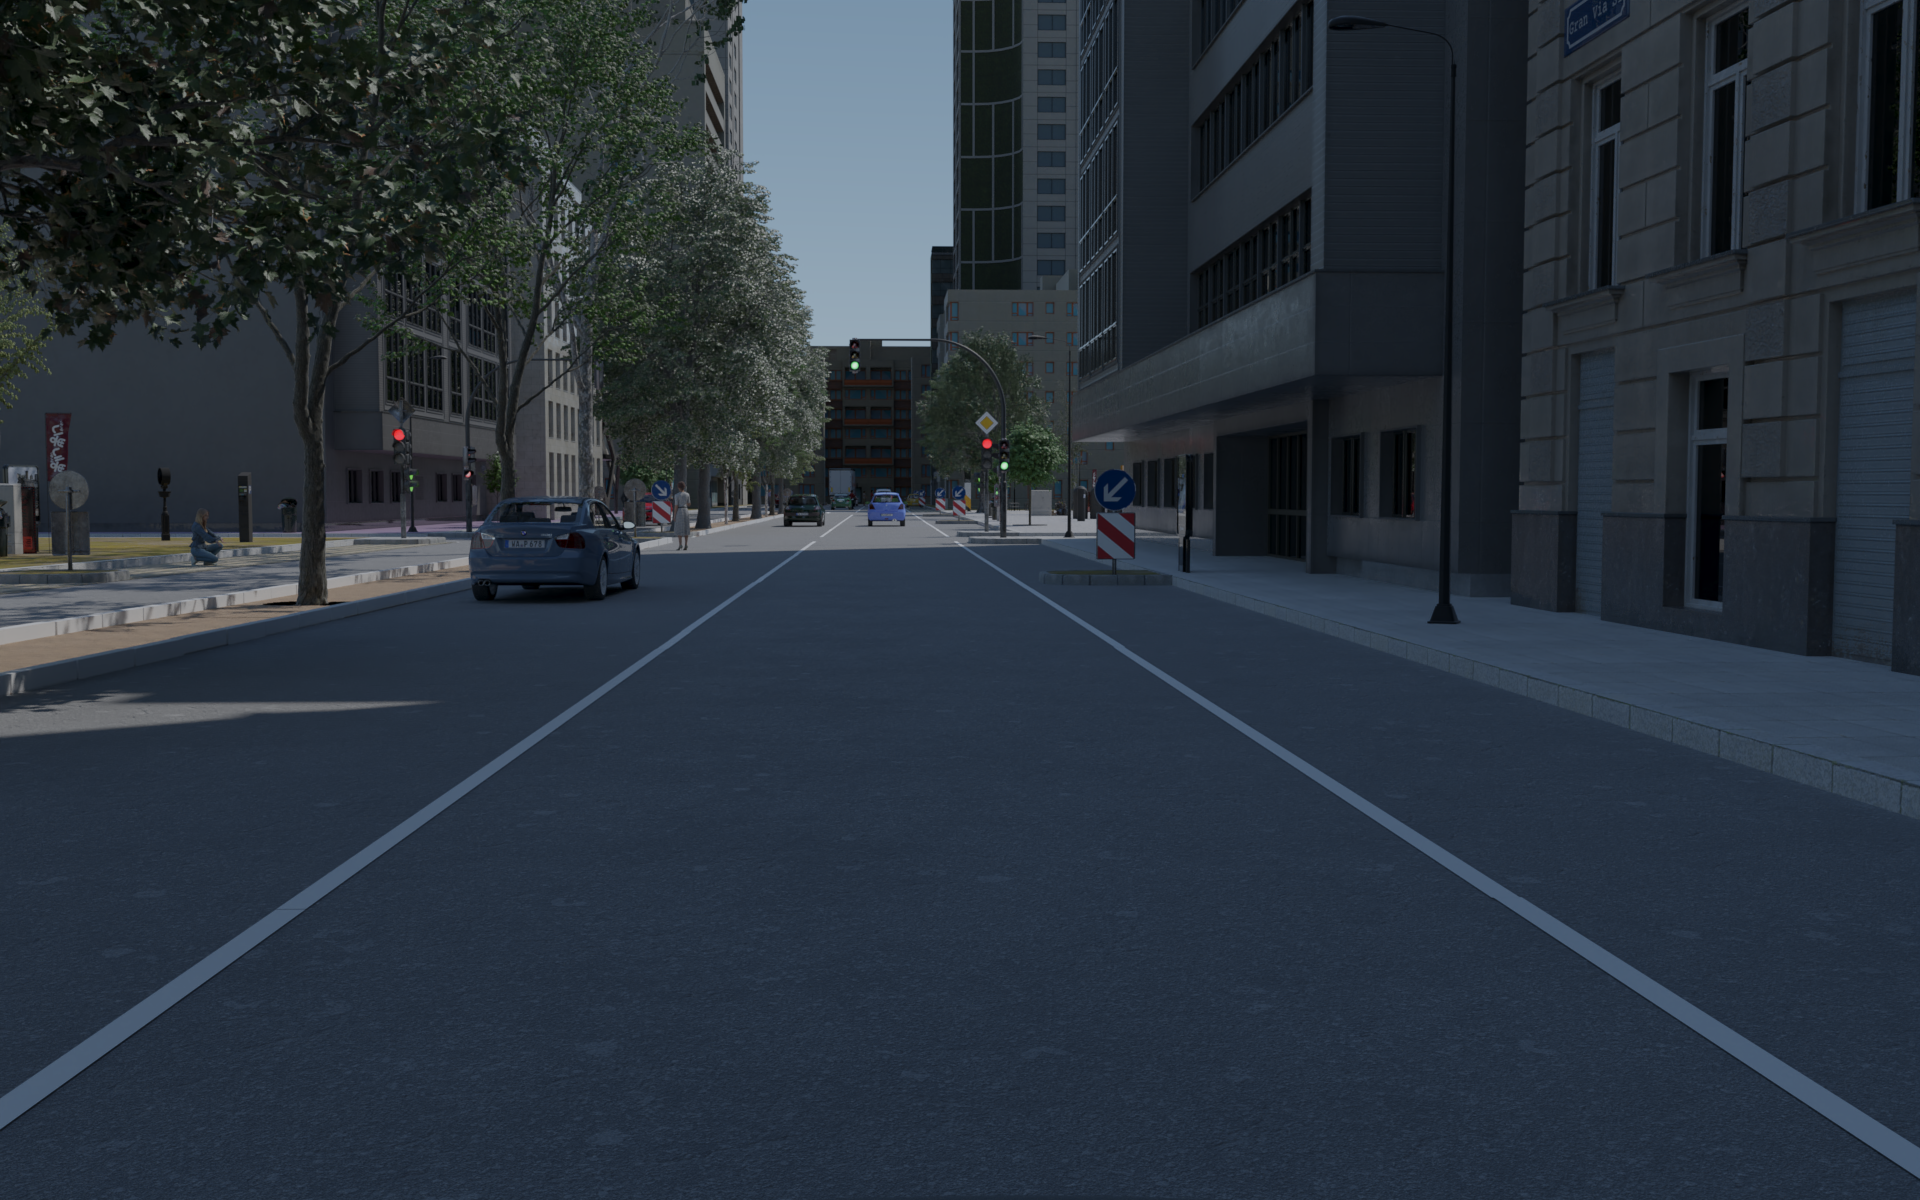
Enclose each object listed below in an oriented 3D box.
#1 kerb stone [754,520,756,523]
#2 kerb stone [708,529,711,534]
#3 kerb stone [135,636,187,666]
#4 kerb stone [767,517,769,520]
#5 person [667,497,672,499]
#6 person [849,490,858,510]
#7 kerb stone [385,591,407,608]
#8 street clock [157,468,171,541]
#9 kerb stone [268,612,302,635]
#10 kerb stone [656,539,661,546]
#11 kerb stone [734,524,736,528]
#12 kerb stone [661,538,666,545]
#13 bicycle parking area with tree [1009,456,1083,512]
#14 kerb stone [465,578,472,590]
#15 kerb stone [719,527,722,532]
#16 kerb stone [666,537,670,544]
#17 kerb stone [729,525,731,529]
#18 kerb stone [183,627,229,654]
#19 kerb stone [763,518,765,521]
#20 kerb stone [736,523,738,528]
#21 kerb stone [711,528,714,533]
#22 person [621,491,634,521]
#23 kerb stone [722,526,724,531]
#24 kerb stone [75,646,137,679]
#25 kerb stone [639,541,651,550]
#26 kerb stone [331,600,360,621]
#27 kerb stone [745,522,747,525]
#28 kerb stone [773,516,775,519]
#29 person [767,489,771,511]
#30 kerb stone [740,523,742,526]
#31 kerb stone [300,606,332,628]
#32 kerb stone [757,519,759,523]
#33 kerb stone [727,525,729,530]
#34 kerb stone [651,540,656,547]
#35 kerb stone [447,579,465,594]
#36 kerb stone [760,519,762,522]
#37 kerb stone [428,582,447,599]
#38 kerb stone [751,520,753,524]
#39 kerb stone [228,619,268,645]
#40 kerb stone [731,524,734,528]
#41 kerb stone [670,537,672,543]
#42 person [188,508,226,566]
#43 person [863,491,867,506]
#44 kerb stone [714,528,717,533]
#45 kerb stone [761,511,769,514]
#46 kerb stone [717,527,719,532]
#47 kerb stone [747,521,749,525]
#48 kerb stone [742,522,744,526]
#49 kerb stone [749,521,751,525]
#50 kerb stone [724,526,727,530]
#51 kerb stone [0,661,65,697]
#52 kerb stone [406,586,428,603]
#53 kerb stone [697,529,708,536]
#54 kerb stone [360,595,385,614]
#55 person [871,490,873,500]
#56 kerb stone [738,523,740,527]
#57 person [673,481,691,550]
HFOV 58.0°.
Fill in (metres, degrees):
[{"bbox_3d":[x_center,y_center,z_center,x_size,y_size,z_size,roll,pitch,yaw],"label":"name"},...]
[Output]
[{"bbox_3d":[-10.017,-3.723,83.088,0.120,0.150,1.000,0,4,-3],"label":"kerb stone"},{"bbox_3d":[-9.047,-2.405,61.596,0.120,0.150,1.000,0,4,-3],"label":"kerb stone"},{"bbox_3d":[-6.940,0.450,14.906,0.120,0.150,1.000,0,4,-3],"label":"kerb stone"},{"bbox_3d":[-10.427,-4.289,92.312,0.120,0.150,1.000,0,4,-3],"label":"kerb stone"},{"bbox_3d":[-19.231,-6.410,113.859,0.519,1.759,0.362,1,4,13],"label":"person"},{"bbox_3d":[-9.898,-9.231,159.362,0.705,1.831,1.348,-3,5,-40],"label":"person"},{"bbox_3d":[-7.275,0.010,22.069,0.120,0.150,1.000,0,4,-3],"label":"kerb stone"},{"bbox_3d":[-21.835,-2.629,47.555,0.358,2.002,0.471,-3,5,-40],"label":"street clock"},{"bbox_3d":[-7.086,0.261,17.975,0.120,0.150,1.000,0,4,-3],"label":"kerb stone"},{"bbox_3d":[-8.426,-1.557,47.662,0.120,0.150,1.000,0,4,-3],"label":"kerb stone"},{"bbox_3d":[-9.518,-3.036,71.840,0.120,0.150,1.000,0,4,-3],"label":"kerb stone"},{"bbox_3d":[-8.460,-1.620,48.683,0.120,0.150,1.000,0,4,-3],"label":"kerb stone"},{"bbox_3d":[6.453,-8.774,130.460,8.231,4.147,9.016,2,4,35],"label":"bicycle parking area with tree"},{"bbox_3d":[-7.457,-0.243,26.169,0.120,0.150,1.000,0,4,-3],"label":"kerb stone"},{"bbox_3d":[-9.234,-2.660,65.694,0.120,0.150,1.000,0,4,-3],"label":"kerb stone"},{"bbox_3d":[-8.518,-1.677,49.704,0.120,0.150,1.000,0,4,-3],"label":"kerb stone"},{"bbox_3d":[-9.416,-2.911,69.794,0.120,0.150,1.000,0,4,-3],"label":"kerb stone"},{"bbox_3d":[-6.999,0.383,15.933,0.120,0.150,1.000,0,4,-3],"label":"kerb stone"},{"bbox_3d":[-10.288,-4.099,89.238,0.120,0.150,1.000,0,4,-3],"label":"kerb stone"},{"bbox_3d":[-9.548,-3.097,72.863,0.120,0.150,1.000,0,4,-3],"label":"kerb stone"},{"bbox_3d":[-9.098,-2.472,62.617,0.120,0.150,1.000,0,4,-3],"label":"kerb stone"},{"bbox_3d":[-13.509,-3.848,70.780,0.474,1.900,0.648,2,4,28],"label":"person"},{"bbox_3d":[-9.283,-2.723,66.715,0.120,0.150,1.000,0,4,-3],"label":"kerb stone"},{"bbox_3d":[-6.898,0.508,13.884,0.120,0.150,1.000,0,4,-3],"label":"kerb stone"},{"bbox_3d":[-8.333,-1.429,45.616,0.120,0.150,1.000,0,4,-3],"label":"kerb stone"},{"bbox_3d":[-7.182,0.133,20.025,0.120,0.150,1.000,0,4,-3],"label":"kerb stone"},{"bbox_3d":[-9.785,-3.408,77.975,0.120,0.150,1.000,0,4,-3],"label":"kerb stone"},{"bbox_3d":[-10.664,-4.602,97.433,0.120,0.150,1.000,0,4,-3],"label":"kerb stone"},{"bbox_3d":[-15.832,-8.261,143.436,0.599,1.838,0.709,-3,5,-44],"label":"person"},{"bbox_3d":[-9.649,-3.224,74.905,0.120,0.150,1.000,0,4,-3],"label":"kerb stone"},{"bbox_3d":[-7.135,0.196,18.998,0.120,0.150,1.000,0,4,-3],"label":"kerb stone"},{"bbox_3d":[-10.117,-3.844,85.135,0.120,0.150,1.000,0,4,-3],"label":"kerb stone"},{"bbox_3d":[-9.369,-2.849,68.769,0.120,0.150,1.000,0,4,-3],"label":"kerb stone"},{"bbox_3d":[-8.376,-1.495,46.640,0.120,0.150,1.000,0,4,-3],"label":"kerb stone"},{"bbox_3d":[-7.408,-0.180,25.139,0.120,0.150,1.000,0,4,-3],"label":"kerb stone"},{"bbox_3d":[-10.200,-3.975,87.183,0.120,0.150,1.000,0,4,-3],"label":"kerb stone"},{"bbox_3d":[-7.366,-0.117,24.116,0.120,0.150,1.000,0,4,-3],"label":"kerb stone"},{"bbox_3d":[-9.922,-3.594,81.046,0.120,0.150,1.000,0,4,-3],"label":"kerb stone"},{"bbox_3d":[-7.036,0.321,16.954,0.120,0.150,1.000,0,4,-3],"label":"kerb stone"},{"bbox_3d":[-9.464,-2.974,70.816,0.120,0.150,1.000,0,4,-3],"label":"kerb stone"},{"bbox_3d":[-8.554,-1.745,50.725,0.120,0.150,1.000,0,4,-3],"label":"kerb stone"},{"bbox_3d":[-14.956,-1.257,34.554,0.738,1.151,1.012,0,4,-5],"label":"person"},{"bbox_3d":[-11.337,-12.076,205.951,0.705,1.824,1.348,-1,4,-21],"label":"person"},{"bbox_3d":[-9.147,-2.535,63.648,0.120,0.150,1.000,0,4,-3],"label":"kerb stone"},{"bbox_3d":[-13.962,-6.228,124.025,0.120,0.150,1.000,0,4,-3],"label":"kerb stone"},{"bbox_3d":[-9.186,-2.598,64.673,0.120,0.150,1.000,0,4,-3],"label":"kerb stone"},{"bbox_3d":[-9.842,-3.471,78.996,0.120,0.150,1.000,0,4,-3],"label":"kerb stone"},{"bbox_3d":[-9.690,-3.287,75.932,0.120,0.150,1.000,0,4,-3],"label":"kerb stone"},{"bbox_3d":[-9.878,-3.536,80.025,0.120,0.150,1.000,0,4,-3],"label":"kerb stone"},{"bbox_3d":[-9.330,-2.785,67.736,0.120,0.150,1.000,0,4,-3],"label":"kerb stone"},{"bbox_3d":[-6.855,0.571,12.863,0.120,0.150,1.000,0,4,-3],"label":"kerb stone"},{"bbox_3d":[-7.316,-0.055,23.094,0.120,0.150,1.000,0,4,-3],"label":"kerb stone"},{"bbox_3d":[-8.996,-2.347,60.575,0.120,0.150,1.000,0,4,-3],"label":"kerb stone"},{"bbox_3d":[-7.223,0.070,21.047,0.120,0.150,1.000,0,4,-3],"label":"kerb stone"},{"bbox_3d":[-8.311,-9.544,164.483,0.705,1.831,1.348,0,4,-6],"label":"person"},{"bbox_3d":[-9.604,-3.161,73.883,0.120,0.150,1.000,0,4,-3],"label":"kerb stone"},{"bbox_3d":[-7.113,-2.145,44.144,0.480,1.755,0.524,-3,5,-41],"label":"person"}]
